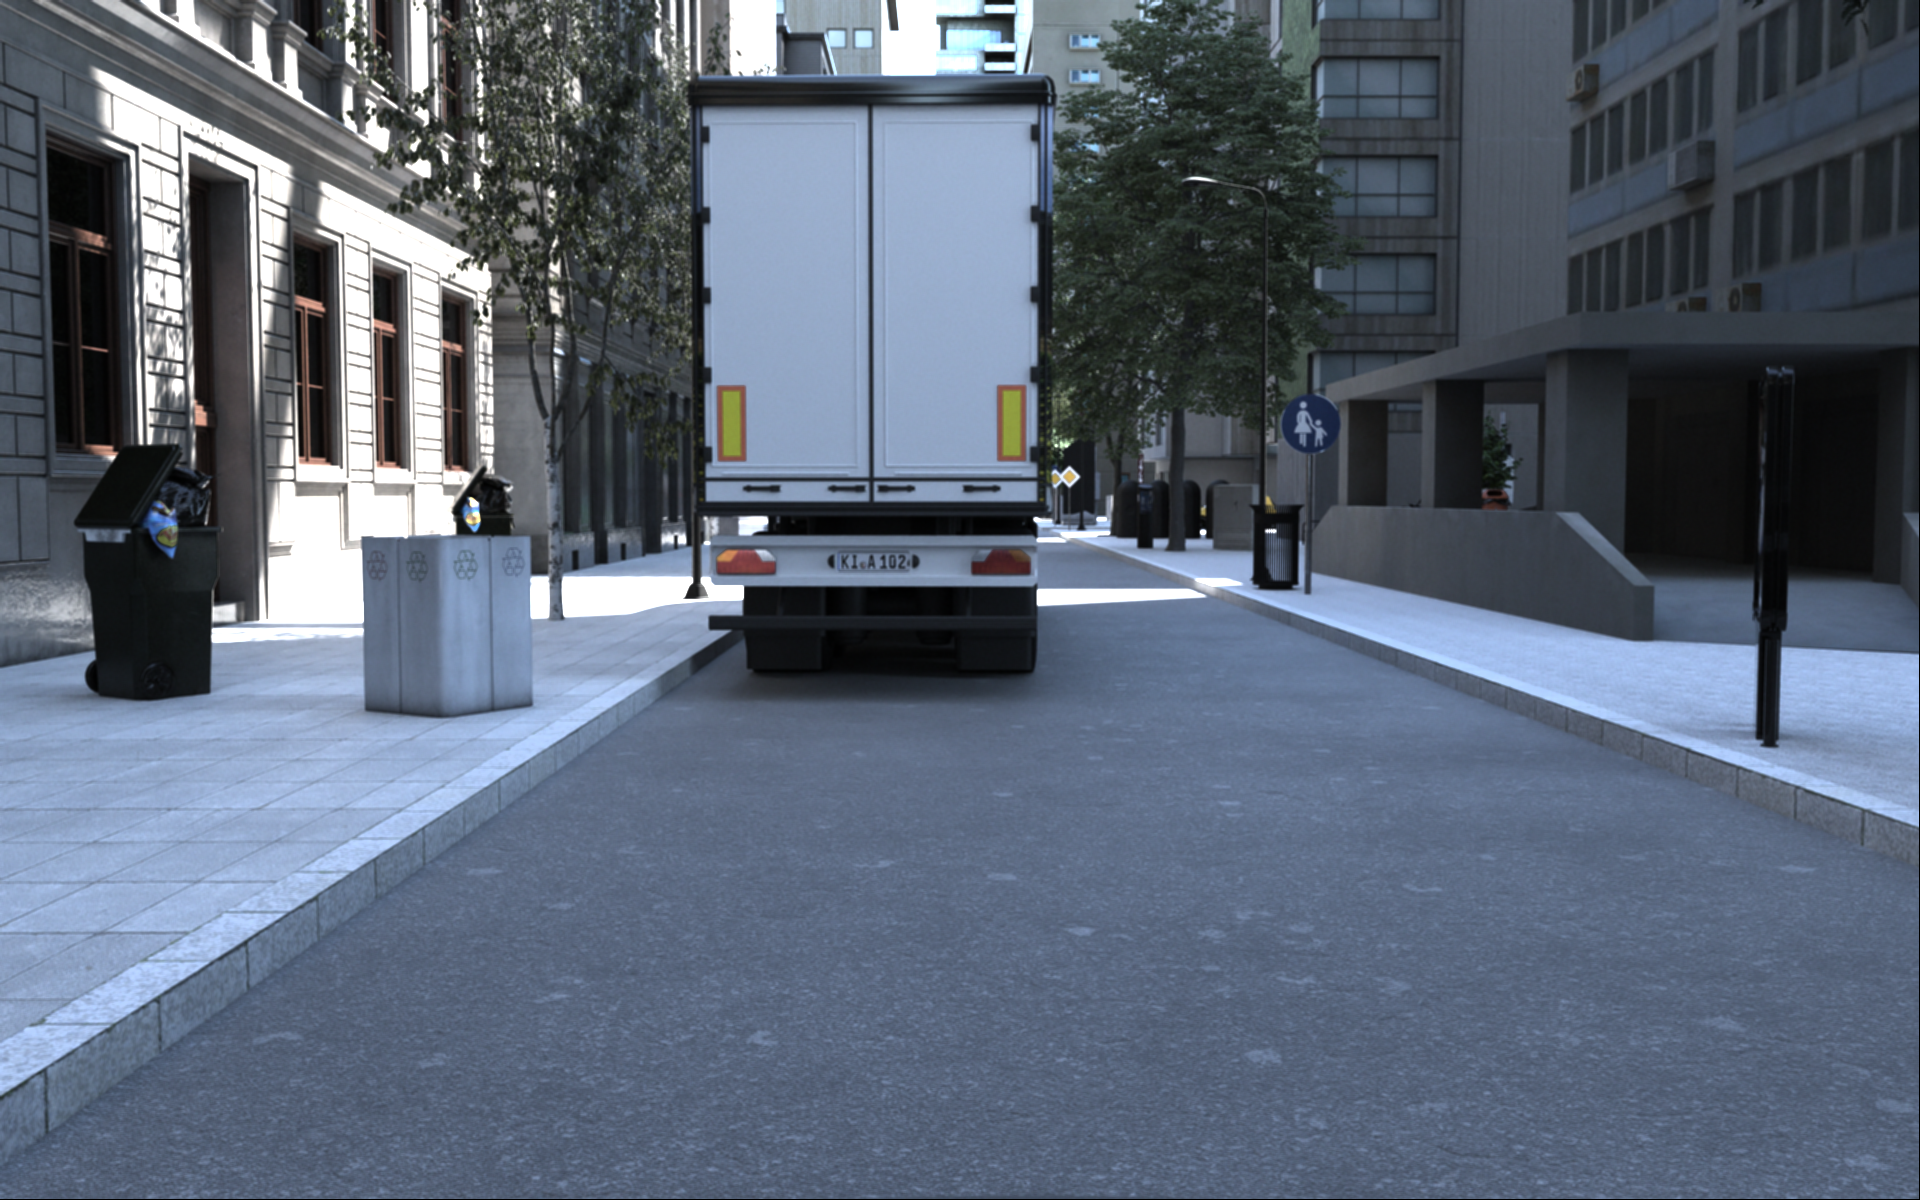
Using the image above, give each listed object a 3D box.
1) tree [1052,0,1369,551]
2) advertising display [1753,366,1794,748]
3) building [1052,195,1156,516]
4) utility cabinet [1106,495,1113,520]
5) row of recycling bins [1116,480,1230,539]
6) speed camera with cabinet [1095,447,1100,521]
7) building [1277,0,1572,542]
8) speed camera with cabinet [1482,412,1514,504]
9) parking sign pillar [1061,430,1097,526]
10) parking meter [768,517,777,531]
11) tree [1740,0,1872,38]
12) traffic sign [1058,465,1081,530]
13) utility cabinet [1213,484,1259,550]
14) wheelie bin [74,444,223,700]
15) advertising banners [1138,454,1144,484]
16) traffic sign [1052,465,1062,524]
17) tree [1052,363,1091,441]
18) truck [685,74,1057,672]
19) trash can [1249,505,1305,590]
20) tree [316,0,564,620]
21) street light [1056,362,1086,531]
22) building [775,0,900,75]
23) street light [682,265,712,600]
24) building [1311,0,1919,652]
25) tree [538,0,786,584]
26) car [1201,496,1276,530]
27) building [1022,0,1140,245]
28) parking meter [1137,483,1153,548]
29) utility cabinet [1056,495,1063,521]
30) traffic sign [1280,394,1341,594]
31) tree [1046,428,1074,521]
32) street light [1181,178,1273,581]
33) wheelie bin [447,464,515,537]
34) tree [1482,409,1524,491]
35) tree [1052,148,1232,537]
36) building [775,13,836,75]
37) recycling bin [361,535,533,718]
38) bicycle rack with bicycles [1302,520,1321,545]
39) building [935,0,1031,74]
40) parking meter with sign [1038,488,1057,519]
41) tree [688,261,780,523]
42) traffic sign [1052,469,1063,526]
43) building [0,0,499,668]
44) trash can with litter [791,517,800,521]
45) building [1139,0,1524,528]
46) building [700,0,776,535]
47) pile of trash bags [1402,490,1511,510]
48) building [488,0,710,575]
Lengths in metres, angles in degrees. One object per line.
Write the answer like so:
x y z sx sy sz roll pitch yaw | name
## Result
5.295 -7.368 38.598 7.486 12.596 7.792 0 3 0 | tree
4.275 -0.240 9.133 0.123 1.923 0.974 1 4 22 | advertising display
20.461 -16.493 114.706 27.650 21.520 28.899 0 4 0 | building
7.413 -4.505 84.813 0.306 1.237 1.020 1 4 20 | utility cabinet
6.223 -2.642 50.314 3.534 1.692 1.069 2 4 24 | row of recycling bins
5.215 -4.806 72.909 0.660 3.252 2.038 -1 4 -20 | speed camera with cabinet
16.256 -22.479 51.127 14.154 41.232 14.086 0 4 0 | building
12.649 -2.942 42.437 0.660 3.252 2.038 -2 4 -23 | speed camera with cabinet
4.867 -5.036 70.810 1.447 3.967 1.447 0 4 5 | parking sign pillar
-4.656 -2.153 43.608 0.372 1.533 0.369 0 3 0 | parking meter
4.805 -4.302 4.745 8.767 10.594 7.601 0 4 5 | tree
3.846 -3.504 60.938 0.795 2.450 0.064 0 4 0 | traffic sign
6.317 -1.892 39.608 0.318 1.500 1.173 -3 4 -39 | utility cabinet
-5.173 -0.194 11.079 0.980 1.594 0.693 2 4 34 | wheelie bin
8.122 -4.786 74.440 0.090 3.025 2.074 -1 4 -22 | advertising banners
4.059 -4.606 75.409 0.768 2.556 0.104 1 4 9 | traffic sign
5.224 -8.806 94.345 4.737 8.622 4.395 0 3 0 | tree
-0.449 -1.731 17.216 2.839 4.237 11.283 0 4 2 | truck
4.267 -0.718 23.385 0.748 1.137 0.748 0 3 0 | trash can
-4.081 -4.086 17.162 4.360 8.622 3.978 0 3 0 | tree
3.744 -5.403 60.887 1.470 5.913 1.316 0 4 0 | street light
-20.552 -35.600 171.296 28.713 52.752 27.495 0 4 0 | building
-2.669 -2.962 20.965 1.470 5.913 1.316 0 4 0 | street light
21.923 -20.125 20.932 32.217 40.220 23.993 0 4 0 | building
-3.951 -4.711 27.391 4.360 8.622 3.978 0 3 0 | tree
10.250 -3.409 65.964 3.980 1.641 2.015 0 4 0 | car
16.856 -32.925 162.031 21.300 48.544 21.600 0 4 0 | building
4.398 -1.999 41.087 0.372 1.533 0.369 0 3 0 | parking meter
4.571 -4.135 78.772 0.306 1.237 1.020 -1 4 -9 | utility cabinet
4.456 -1.346 22.111 0.768 2.556 0.104 0 4 2 | traffic sign
4.711 -6.155 84.356 4.285 4.588 4.351 0 3 0 | tree
3.951 -3.246 25.611 1.470 5.913 1.316 0 4 0 | street light
-5.166 -0.662 18.726 0.693 1.594 0.980 -1 4 -21 | wheelie bin
11.991 -2.715 38.994 1.663 3.219 1.824 0 3 0 | tree
4.686 -7.750 52.461 9.928 11.665 9.643 0 3 0 | tree
-12.797 -16.285 85.323 14.314 24.678 30.058 0 4 0 | building
-3.061 0.134 10.358 0.722 1.027 0.722 2 4 32 | recycling bin
9.833 -1.804 42.884 2.925 0.926 2.852 0 4 -6 | bicycle rack with bicycles
8.269 -56.638 238.700 31.000 86.520 22.319 0 4 0 | building
4.754 -5.662 88.829 1.738 3.016 0.543 3 5 42 | parking meter with sign
-3.779 -5.257 36.309 4.737 8.622 4.395 0 3 0 | tree
3.782 -3.993 68.923 0.795 2.450 0.064 0 4 0 | traffic sign
-12.061 -11.000 16.006 11.583 22.565 21.152 0 4 0 | building
-4.624 -2.083 45.443 1.055 1.170 0.624 -1 4 -13 | trash can with litter
15.658 -24.079 77.291 14.086 41.232 14.154 0 4 0 | building
-15.695 -16.271 51.934 20.117 28.700 13.634 0 4 0 | building
9.586 -1.596 35.852 3.447 1.369 1.912 1 4 17 | pile of trash bags
-11.170 -11.417 35.814 9.793 20.994 18.267 0 4 0 | building
